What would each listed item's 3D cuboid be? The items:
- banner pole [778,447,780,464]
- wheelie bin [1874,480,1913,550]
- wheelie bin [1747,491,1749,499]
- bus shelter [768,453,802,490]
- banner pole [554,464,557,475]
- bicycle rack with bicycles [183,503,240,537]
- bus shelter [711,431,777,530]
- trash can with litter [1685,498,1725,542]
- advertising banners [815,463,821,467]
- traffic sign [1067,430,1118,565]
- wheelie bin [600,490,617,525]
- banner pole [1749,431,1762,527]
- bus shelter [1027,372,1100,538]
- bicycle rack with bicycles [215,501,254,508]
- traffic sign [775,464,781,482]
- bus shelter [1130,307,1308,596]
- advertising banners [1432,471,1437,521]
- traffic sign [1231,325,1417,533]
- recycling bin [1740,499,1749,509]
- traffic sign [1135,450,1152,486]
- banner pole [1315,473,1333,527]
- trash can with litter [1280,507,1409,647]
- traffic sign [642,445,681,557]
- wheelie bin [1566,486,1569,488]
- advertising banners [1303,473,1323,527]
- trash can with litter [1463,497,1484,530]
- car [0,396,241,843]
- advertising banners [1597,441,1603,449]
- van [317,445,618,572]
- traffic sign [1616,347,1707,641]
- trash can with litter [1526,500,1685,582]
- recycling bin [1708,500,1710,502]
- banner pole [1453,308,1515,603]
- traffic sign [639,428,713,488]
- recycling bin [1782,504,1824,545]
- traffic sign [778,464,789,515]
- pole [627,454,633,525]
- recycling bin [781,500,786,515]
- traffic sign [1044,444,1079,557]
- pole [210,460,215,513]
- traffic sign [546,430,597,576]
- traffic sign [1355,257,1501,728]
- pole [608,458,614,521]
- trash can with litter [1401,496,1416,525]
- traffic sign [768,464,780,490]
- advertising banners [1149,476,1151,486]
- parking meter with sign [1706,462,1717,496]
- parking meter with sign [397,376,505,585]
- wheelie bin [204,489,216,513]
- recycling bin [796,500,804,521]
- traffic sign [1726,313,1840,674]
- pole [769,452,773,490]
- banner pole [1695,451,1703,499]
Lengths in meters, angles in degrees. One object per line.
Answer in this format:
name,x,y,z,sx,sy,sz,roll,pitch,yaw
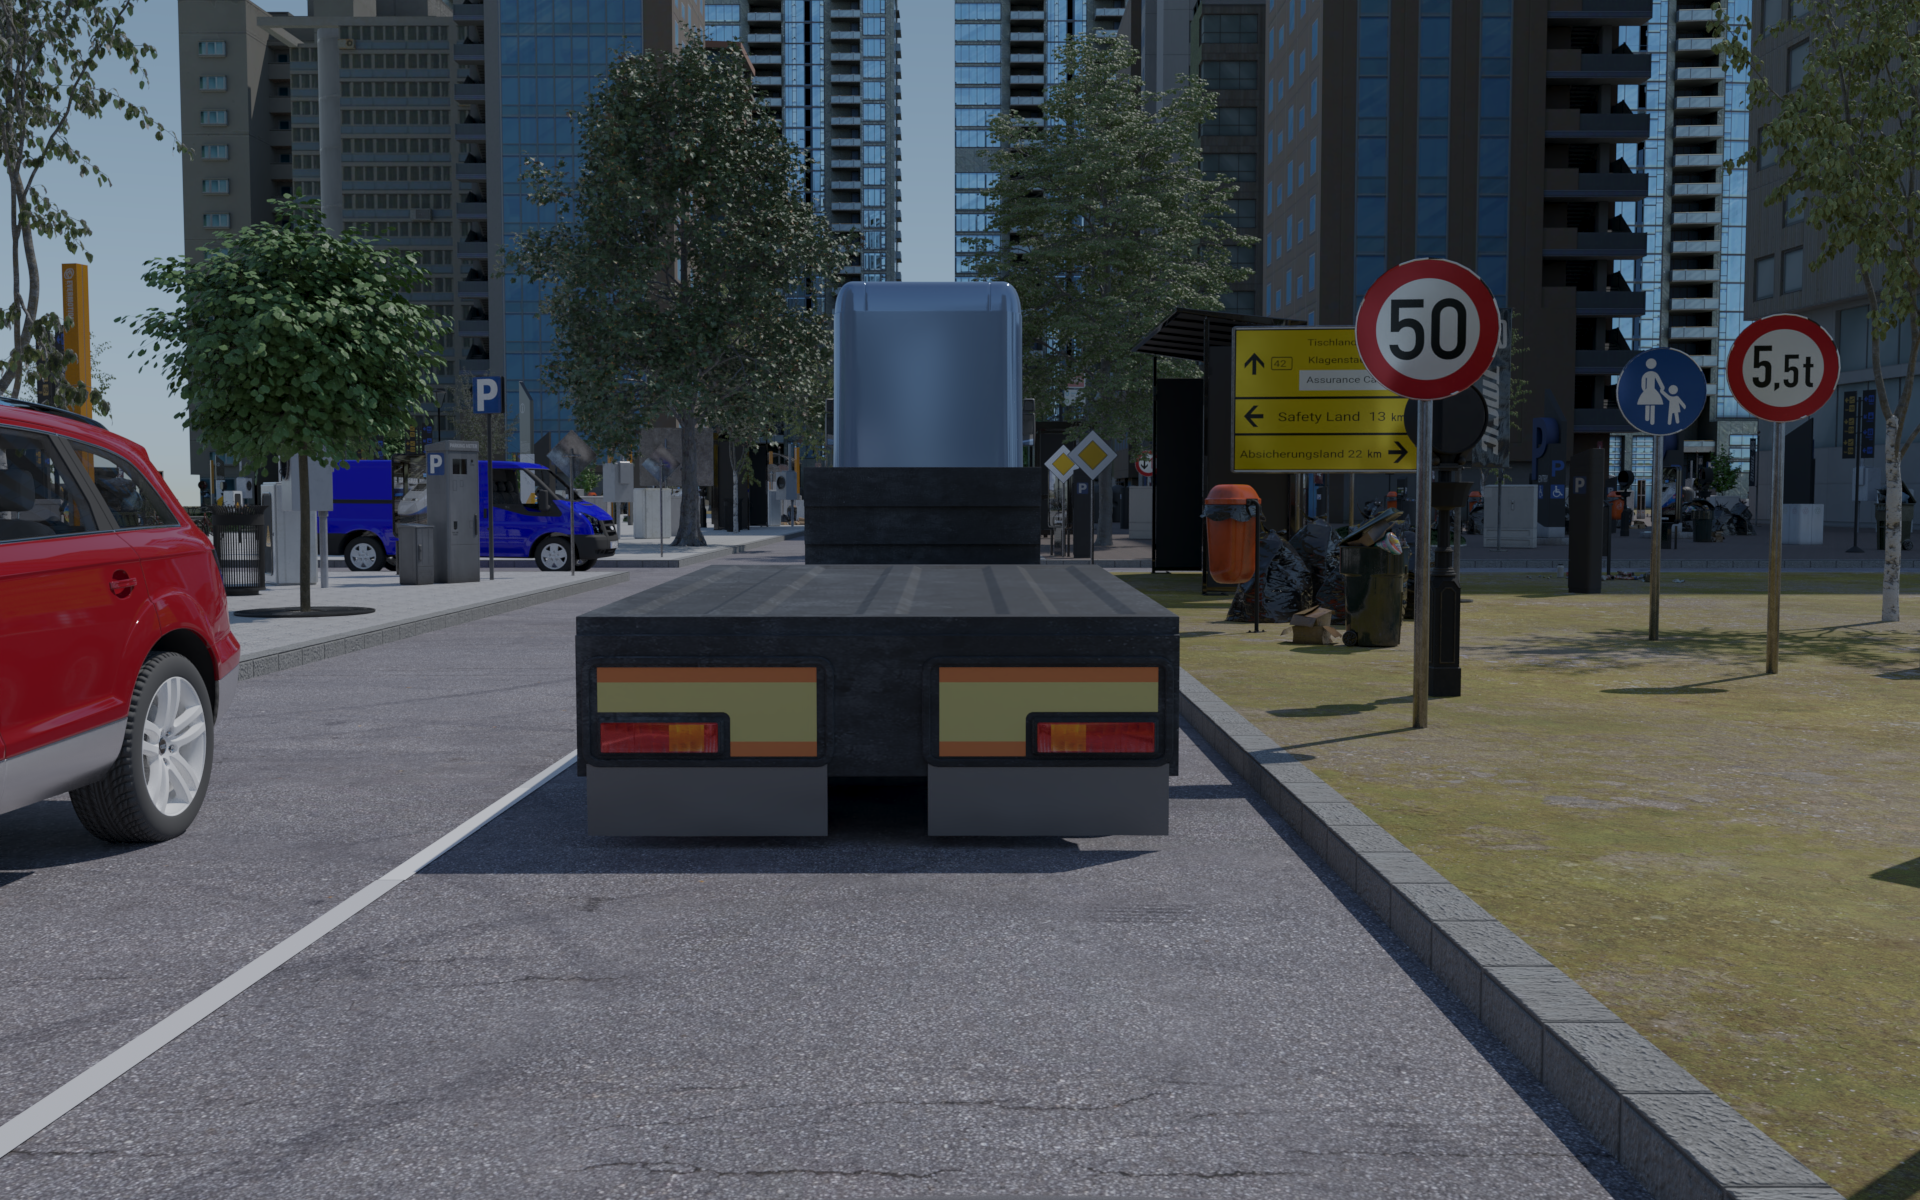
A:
banner pole,-9.591,-6.245,92.130,0.401,3.779,0.863,0,4,-2
wheelie bin,21.373,-1.939,39.617,0.693,1.594,0.980,0,4,-4
wheelie bin,46.693,-5.753,101.966,0.693,1.594,0.980,1,4,16
bus shelter,-9.201,-5.694,87.020,2.014,3.302,5.546,0,4,0
banner pole,-23.380,-6.657,98.856,0.863,3.779,0.401,0,4,3
bicycle rack with bicycles,-23.642,-2.364,52.026,2.852,0.926,2.925,3,5,43
bus shelter,-7.972,-4.469,64.345,1.731,3.624,6.357,0,3,0
trash can with litter,19.916,-2.131,46.234,1.055,1.170,0.624,-2,4,-35
advertising banners,-7.335,-6.107,96.043,2.074,3.025,0.090,3,5,44
traffic sign,2.070,-1.434,27.090,0.795,2.450,0.064,0,4,0
wheelie bin,-14.675,-3.970,72.818,0.693,1.594,0.980,3,5,42
banner pole,31.280,-4.782,68.208,0.863,3.779,0.401,-3,4,-36
bus shelter,3.034,-4.682,54.186,2.179,5.291,8.768,0,3,0
bicycle rack with bicycles,-38.935,-4.768,91.338,2.925,0.926,2.852,0,4,-3
traffic sign,-7.743,-4.567,74.673,0.884,2.594,0.081,0,4,6
bus shelter,3.588,-2.056,24.894,1.731,3.624,6.357,0,4,0
advertising banners,17.074,-4.024,61.975,0.090,3.025,2.074,0,4,5
traffic sign,4.427,-1.659,20.992,2.265,3.308,0.079,0,4,6
recycling bin,41.656,-4.881,92.359,0.722,1.027,0.722,3,5,43
traffic sign,5.442,-3.059,50.121,0.768,2.556,0.104,0,4,3
banner pole,14.114,-4.725,67.270,0.863,3.779,0.401,-2,4,-23
trash can with litter,3.257,-0.202,14.682,1.055,1.170,0.624,2,4,26
traffic sign,-6.053,-1.925,35.116,0.795,2.450,0.064,0,4,0
wheelie bin,24.318,-3.740,69.064,0.980,1.594,0.693,-2,4,-35
advertising banners,8.936,-3.010,45.398,0.090,3.025,2.074,-2,4,-27
trash can with litter,18.695,-3.128,62.538,1.055,1.170,0.624,-3,5,-40
car,-4.257,0.183,5.676,2.281,1.827,5.304,0,4,0
advertising banners,21.053,-3.763,57.713,0.090,3.025,2.074,0,4,4
van,-8.845,-1.646,31.288,5.245,2.365,2.240,0,4,2
traffic sign,6.087,-0.918,15.121,0.768,2.556,0.104,0,4,4
trash can with litter,9.754,-0.909,25.916,1.678,1.210,2.233,-2,4,-28
recycling bin,30.977,-3.644,72.133,0.722,1.027,0.722,0,4,-6
banner pole,6.127,-1.865,20.502,0.863,3.779,0.401,0,4,-7
traffic sign,-8.698,-3.623,53.114,2.265,3.308,0.079,0,4,1
recycling bin,21.301,-1.912,43.820,0.722,1.027,0.722,-1,4,-12
traffic sign,-7.597,-4.535,74.249,0.768,2.556,0.104,0,4,6
pole,-13.500,-4.709,70.830,0.158,3.312,0.155,0,3,0
recycling bin,-8.187,-3.983,77.680,0.722,1.027,0.722,-1,4,-13
traffic sign,2.091,-1.922,35.075,0.795,2.450,0.064,0,4,0
pole,-45.063,-6.762,104.401,0.158,3.312,0.155,0,3,0
traffic sign,-6.074,-1.437,27.131,0.795,2.450,0.064,0,4,0
traffic sign,2.527,-0.571,9.437,0.768,2.556,0.104,1,4,8
pole,-13.081,-4.345,64.883,0.158,3.312,0.155,0,3,0
trash can with litter,12.949,-2.465,51.361,2.233,1.210,1.678,0,4,7
traffic sign,-7.971,-4.475,73.279,0.768,2.556,0.104,0,4,7
advertising banners,7.490,-4.524,70.155,0.090,3.025,2.074,1,4,22
parking meter with sign,40.327,-5.909,92.865,0.543,3.016,1.738,1,4,21
parking meter with sign,-7.361,-1.760,25.034,0.543,3.016,1.738,2,4,27
wheelie bin,-46.078,-6.015,106.247,0.693,1.594,0.980,-1,4,-12
recycling bin,-6.525,-3.749,73.851,0.722,1.027,0.722,2,4,30
traffic sign,5.812,-0.747,12.318,0.768,2.556,0.104,0,4,7
pole,-9.067,-5.459,83.090,0.158,3.312,0.155,0,3,0
banner pole,42.869,-6.759,100.532,0.401,3.779,0.863,0,4,-6
